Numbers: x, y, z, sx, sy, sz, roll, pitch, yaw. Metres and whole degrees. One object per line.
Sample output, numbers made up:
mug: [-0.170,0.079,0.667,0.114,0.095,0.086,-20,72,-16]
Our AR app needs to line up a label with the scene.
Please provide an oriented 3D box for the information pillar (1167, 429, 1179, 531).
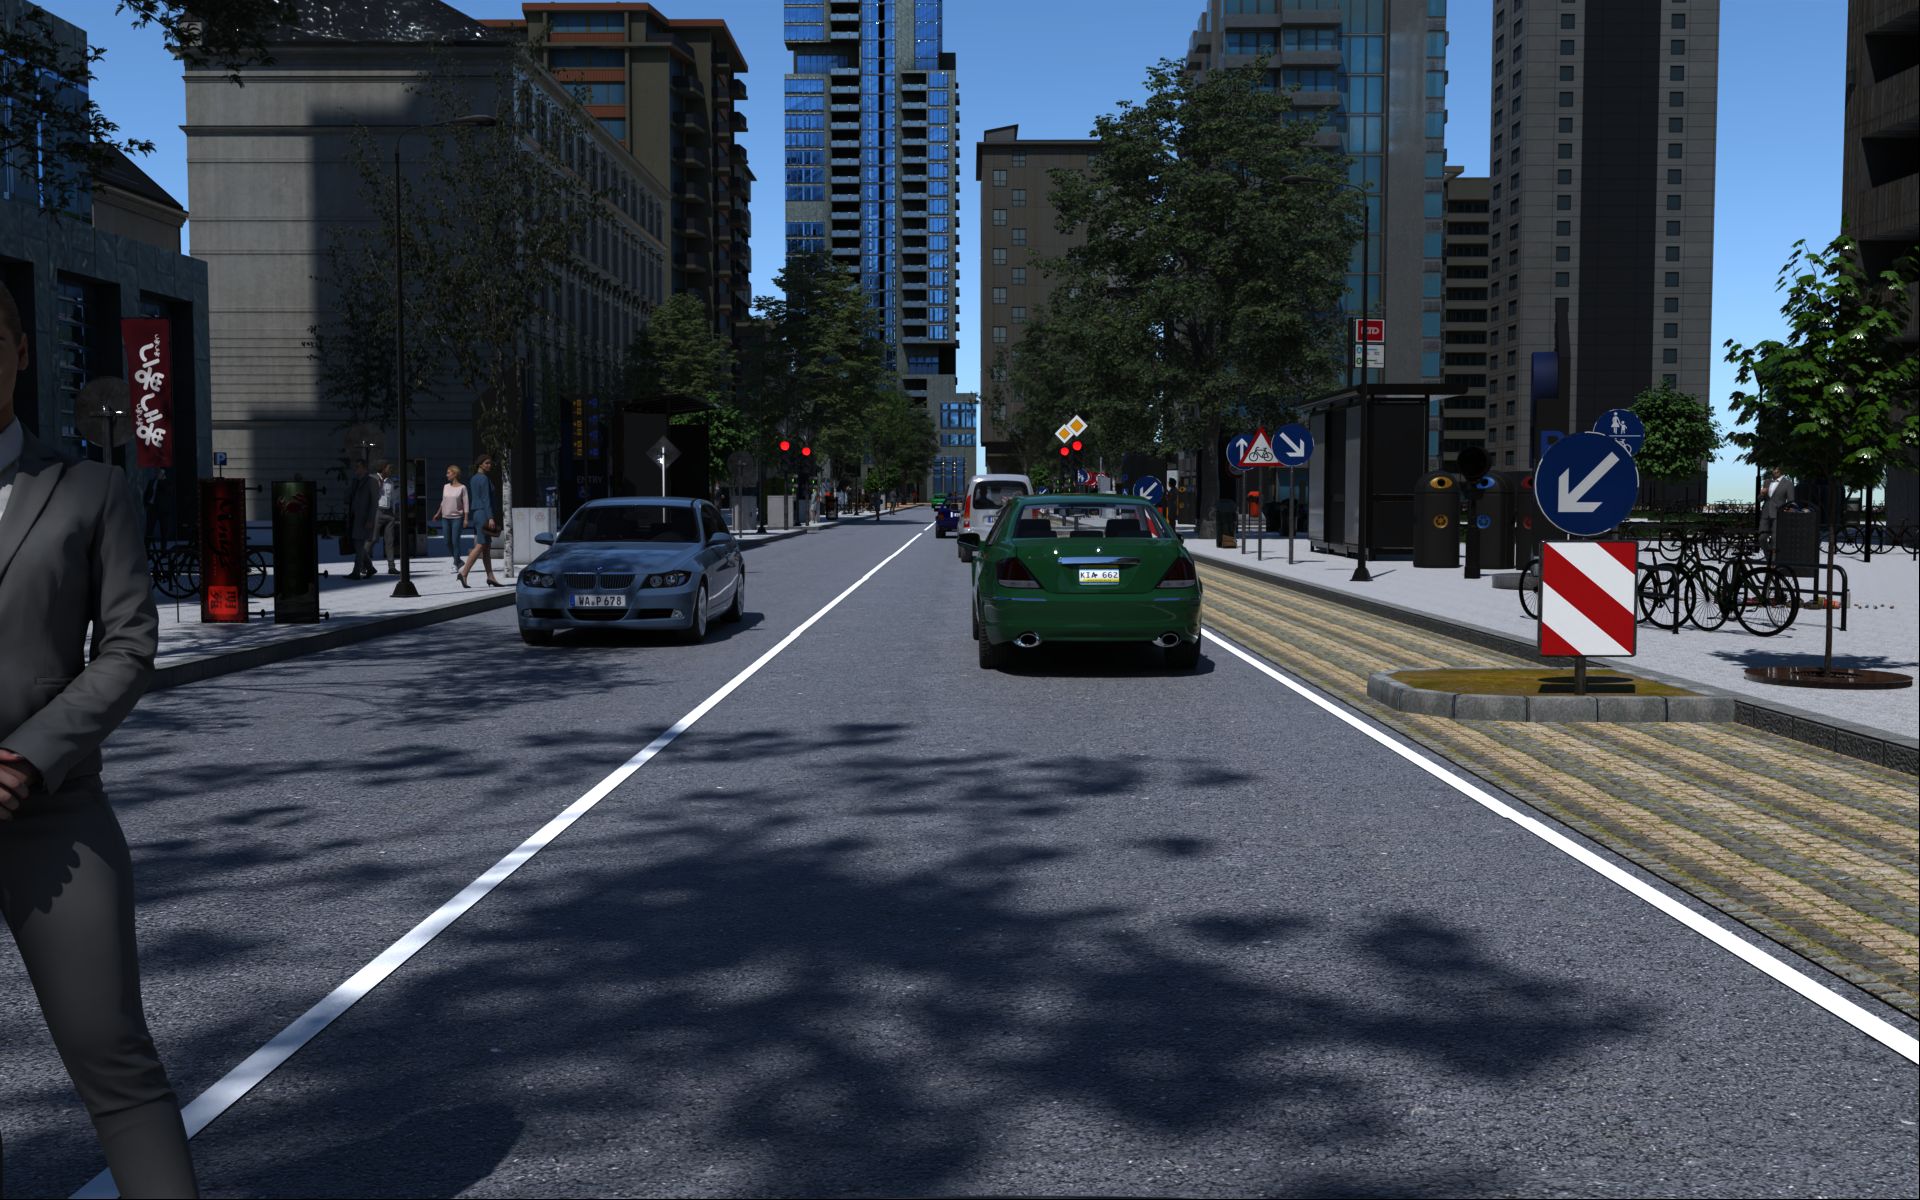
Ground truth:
information pillar: [7.440,-4.241,60.689,0.183,3.616,0.504,-3,5,-40]

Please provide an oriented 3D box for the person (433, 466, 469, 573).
person: [-8.247,-1.313,28.180,0.731,1.740,0.598,1,4,11]

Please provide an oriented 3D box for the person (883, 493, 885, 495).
person: [-9.615,-12.702,215.196,0.415,1.643,0.593,3,5,42]

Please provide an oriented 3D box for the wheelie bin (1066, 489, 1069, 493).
wheelie bin: [7.377,-6.808,119.220,0.693,1.594,0.980,-2,4,-24]

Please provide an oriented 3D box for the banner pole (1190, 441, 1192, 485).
banner pole: [10.661,-5.494,79.843,0.401,3.779,0.863,1,4,13]

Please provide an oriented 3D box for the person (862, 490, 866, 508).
person: [-9.067,-9.620,164.059,0.721,1.736,1.217,0,4,1]

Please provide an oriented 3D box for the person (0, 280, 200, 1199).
person: [-1.461,0.374,2.656,0.520,1.790,0.573,-3,5,-39]

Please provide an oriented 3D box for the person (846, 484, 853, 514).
person: [-7.145,-6.491,111.530,0.474,1.900,0.648,0,4,-8]

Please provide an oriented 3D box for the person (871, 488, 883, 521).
person: [-4.432,-5.119,92.559,0.532,1.782,0.716,3,5,42]

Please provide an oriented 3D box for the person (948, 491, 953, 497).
person: [-1.085,-12.224,208.812,0.683,1.767,0.568,-1,4,-10]

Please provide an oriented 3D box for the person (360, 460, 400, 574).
person: [-9.297,-1.316,27.666,0.850,1.850,0.679,2,4,27]

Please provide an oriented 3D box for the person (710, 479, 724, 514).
person: [-8.289,-3.272,59.354,0.447,1.846,0.655,2,4,24]

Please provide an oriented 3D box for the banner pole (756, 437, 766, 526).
banner pole: [-8.124,-4.881,69.818,0.401,3.779,0.863,1,4,14]

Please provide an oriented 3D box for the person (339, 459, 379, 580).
person: [-9.027,-1.215,26.007,0.694,1.812,0.767,2,4,34]

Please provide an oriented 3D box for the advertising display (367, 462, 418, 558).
advertising display: [-11.386,-1.806,34.741,0.974,1.923,0.123,-1,4,-8]

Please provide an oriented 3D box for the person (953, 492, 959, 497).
person: [-0.488,-12.497,213.514,1.217,1.739,0.721,3,5,45]

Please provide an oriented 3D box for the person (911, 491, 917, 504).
person: [-5.862,-13.194,224.153,1.348,1.831,0.705,2,4,31]

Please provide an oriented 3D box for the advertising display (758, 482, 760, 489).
advertising display: [-10.217,-5.116,88.864,0.123,1.923,0.974,-1,4,-19]

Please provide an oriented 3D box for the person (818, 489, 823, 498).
person: [-12.108,-8.687,148.752,0.721,1.739,1.217,2,4,25]

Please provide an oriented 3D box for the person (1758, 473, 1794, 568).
person: [13.515,-1.388,28.698,0.622,1.834,0.822,3,5,43]

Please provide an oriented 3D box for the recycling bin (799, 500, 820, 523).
recycling bin: [-6.778,-3.986,77.730,0.722,1.027,0.722,3,5,40]

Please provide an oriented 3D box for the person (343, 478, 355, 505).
person: [-19.934,-3.128,57.165,0.713,1.824,0.794,0,4,3]

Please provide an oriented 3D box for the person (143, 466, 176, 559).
person: [-15.954,-1.776,34.444,0.648,1.900,0.474,-1,4,-12]

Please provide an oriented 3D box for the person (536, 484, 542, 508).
person: [-10.126,-2.118,40.857,0.537,1.800,0.526,1,4,11]

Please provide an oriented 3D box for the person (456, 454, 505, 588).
person: [-6.578,-1.080,23.720,0.654,1.822,0.581,-1,4,-18]

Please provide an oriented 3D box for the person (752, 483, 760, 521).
person: [-9.344,-4.559,80.932,0.721,1.781,0.623,1,4,10]

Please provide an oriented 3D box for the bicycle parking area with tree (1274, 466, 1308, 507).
bicycle parking area with tree: [21.421,-8.571,127.135,9.016,4.147,8.231,-1,4,-13]

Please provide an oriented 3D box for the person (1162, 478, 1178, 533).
person: [6.479,-2.877,53.441,0.532,1.782,0.716,1,4,19]

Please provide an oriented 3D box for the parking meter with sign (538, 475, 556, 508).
parking meter with sign: [-16.665,-4.509,69.977,1.738,3.016,0.543,-1,4,-8]

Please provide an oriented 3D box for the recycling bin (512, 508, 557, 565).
recycling bin: [-7.816,-1.175,31.770,0.722,1.027,0.722,0,4,-3]

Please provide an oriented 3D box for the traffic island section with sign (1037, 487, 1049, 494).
traffic island section with sign: [4.354,-5.223,94.030,1.989,1.847,2.006,0,4,0]

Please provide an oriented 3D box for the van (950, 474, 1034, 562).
van: [0.802,-1.876,37.691,2.013,2.044,4.112,0,4,-1]

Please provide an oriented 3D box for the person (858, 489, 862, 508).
person: [-9.442,-9.407,160.565,0.721,1.735,1.217,2,4,30]

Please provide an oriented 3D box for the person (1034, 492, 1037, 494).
person: [9.490,-12.994,218.435,1.348,1.831,0.705,2,4,23]

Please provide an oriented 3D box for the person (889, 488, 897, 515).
person: [-4.576,-6.767,118.946,0.447,1.846,0.655,-3,5,-43]

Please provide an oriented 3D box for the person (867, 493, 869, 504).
person: [-10.407,-11.393,195.572,0.557,1.426,1.065,3,5,42]

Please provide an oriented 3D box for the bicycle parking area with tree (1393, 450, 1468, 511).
bicycle parking area with tree: [35.825,-8.385,124.095,9.016,4.147,8.231,0,4,-1]

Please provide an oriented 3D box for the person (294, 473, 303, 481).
person: [-15.289,-2.057,40.095,0.576,1.772,0.534,-1,4,-16]

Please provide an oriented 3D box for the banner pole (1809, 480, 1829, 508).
banner pole: [28.581,-4.141,57.726,0.863,3.779,0.401,0,4,-3]

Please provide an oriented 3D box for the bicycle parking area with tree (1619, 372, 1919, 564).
bicycle parking area with tree: [17.052,-2.940,35.064,9.016,4.147,8.231,1,4,17]

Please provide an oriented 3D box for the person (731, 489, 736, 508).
person: [-17.721,-7.896,135.699,0.519,1.759,0.362,-2,4,-30]

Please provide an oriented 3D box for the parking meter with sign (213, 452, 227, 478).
parking meter with sign: [-31.524,-4.675,72.700,1.738,3.016,0.543,2,4,33]

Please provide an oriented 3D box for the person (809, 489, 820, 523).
person: [-6.389,-4.218,76.012,0.522,1.701,0.512,0,4,1]

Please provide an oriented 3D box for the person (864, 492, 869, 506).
person: [-9.811,-10.686,181.477,1.217,1.735,0.721,3,4,38]

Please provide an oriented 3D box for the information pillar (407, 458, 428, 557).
information pillar: [-11.198,-1.908,35.694,0.304,2.012,0.304,2,4,33]

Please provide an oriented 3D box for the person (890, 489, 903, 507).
person: [-6.367,-10.296,174.392,1.348,1.822,0.705,0,4,6]
